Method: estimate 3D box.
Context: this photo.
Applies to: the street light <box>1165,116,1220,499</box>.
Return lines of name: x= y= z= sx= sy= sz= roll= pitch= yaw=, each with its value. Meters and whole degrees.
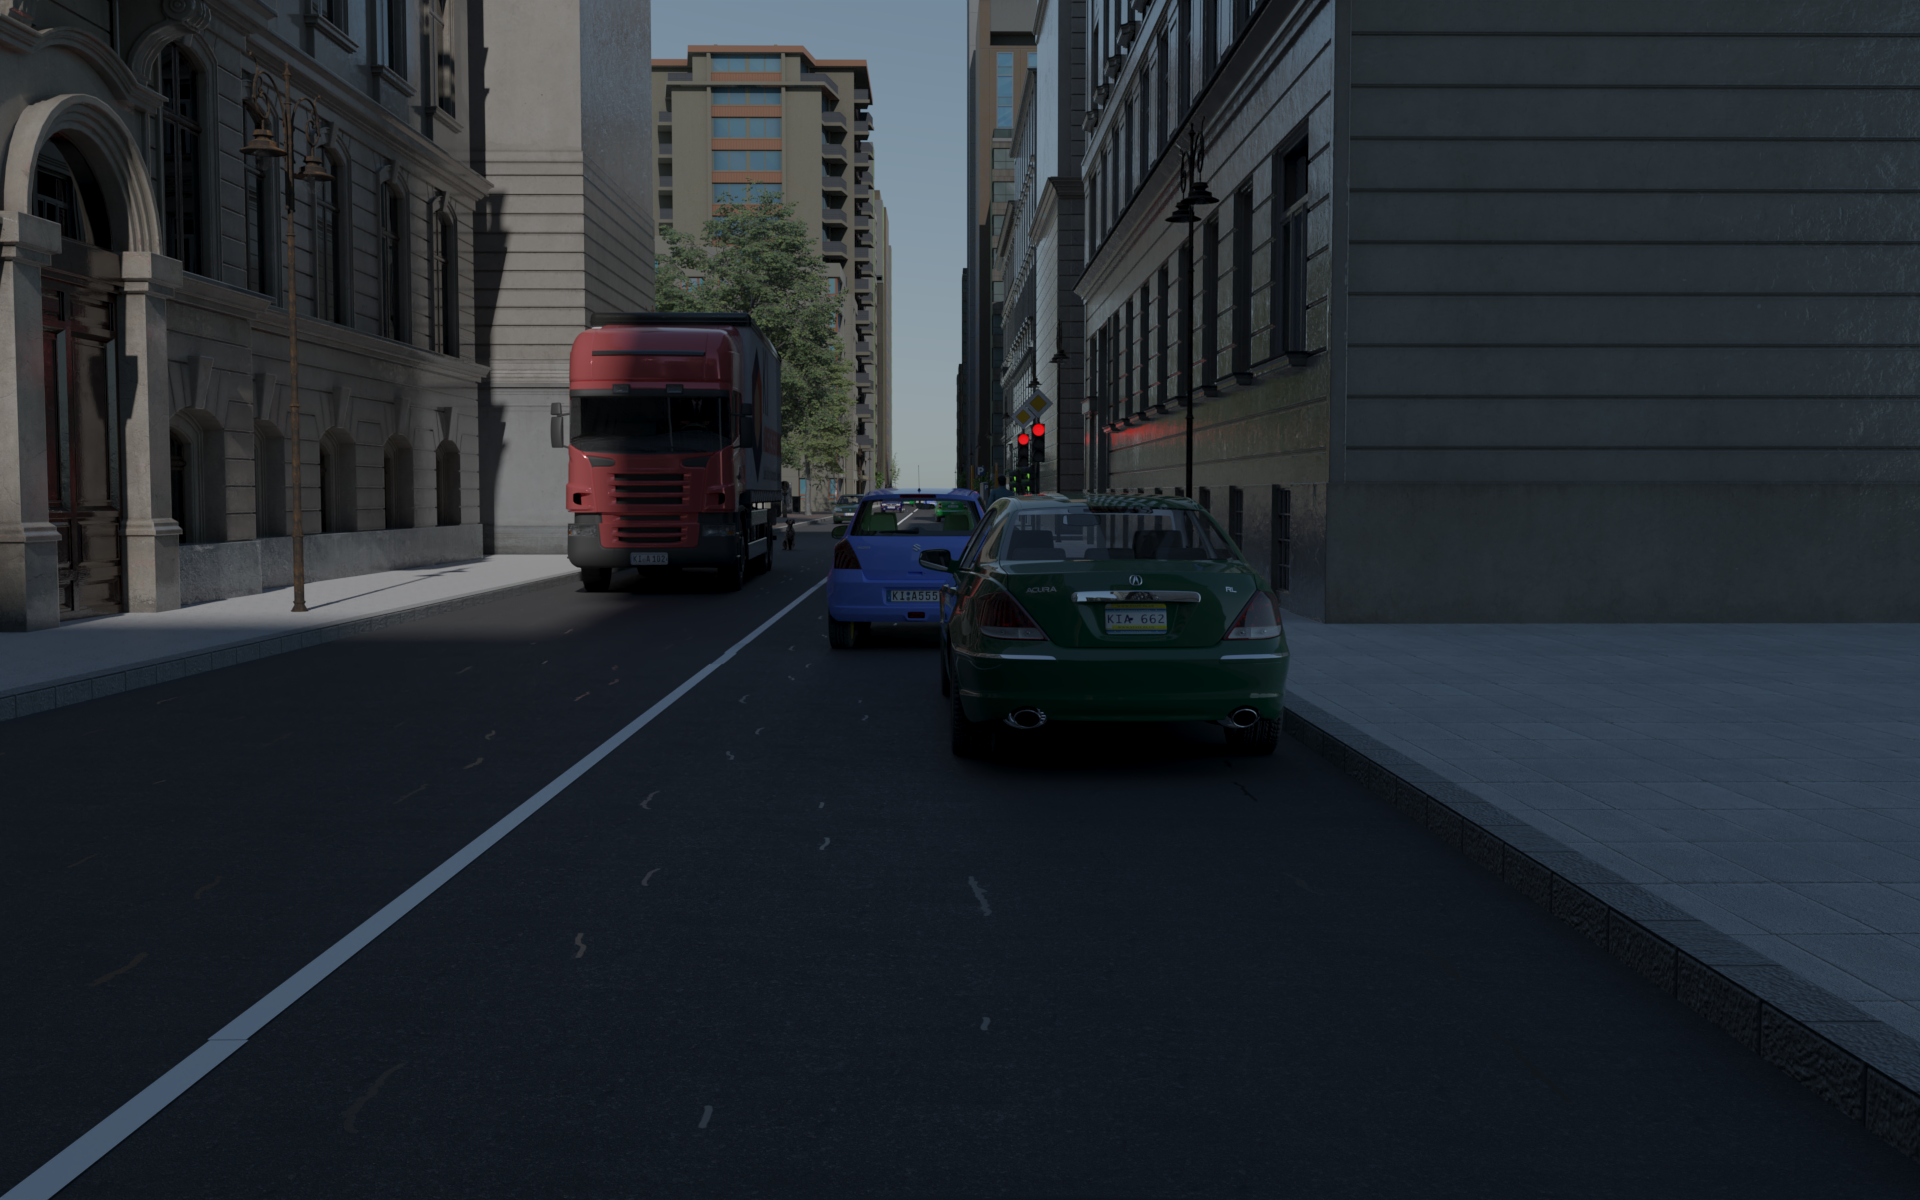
street light: x=2.886 y=-2.993 z=21.719 sx=0.468 sy=5.910 sz=1.993 roll=0 pitch=4 yaw=-1

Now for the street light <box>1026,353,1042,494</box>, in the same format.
street light: x=2.417 y=-5.136 z=56.767 sx=0.468 sy=5.910 sz=1.993 roll=0 pitch=4 yaw=-1

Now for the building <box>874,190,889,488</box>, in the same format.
building: x=-17.826 y=-37.431 z=262.103 sx=14.600 sy=45.320 sz=14.200 roll=0 pitch=4 yaw=-1

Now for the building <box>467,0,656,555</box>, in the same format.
building: x=-16.785 y=-11.705 z=40.529 sx=18.267 sy=20.994 sz=9.793 roll=0 pitch=4 yaw=-1

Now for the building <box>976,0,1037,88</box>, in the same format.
building: x=8.438 y=-30.824 z=154.088 sx=14.600 sy=45.320 sz=14.200 roll=0 pitch=4 yaw=-1

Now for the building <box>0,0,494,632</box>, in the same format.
building: x=-14.455 y=-12.096 z=16.862 sx=14.460 sy=24.649 sz=34.723 roll=0 pitch=4 yaw=-1

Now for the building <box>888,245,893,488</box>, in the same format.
building: x=-18.041 y=-36.277 z=276.717 sx=14.154 sy=41.232 sz=14.086 roll=0 pitch=4 yaw=-1

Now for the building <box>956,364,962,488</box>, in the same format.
building: x=13.472 y=-24.403 z=244.021 sx=27.650 sy=21.520 sz=28.899 roll=0 pitch=4 yaw=-1

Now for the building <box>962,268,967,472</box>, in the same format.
building: x=7.200 y=-27.518 z=221.619 sx=14.160 sy=30.474 sz=14.107 roll=0 pitch=4 yaw=-1

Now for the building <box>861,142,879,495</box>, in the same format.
building: x=-16.859 y=-31.299 z=195.335 sx=14.154 sy=41.232 sz=14.086 roll=0 pitch=4 yaw=-1

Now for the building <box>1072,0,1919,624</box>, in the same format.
building: x=10.675 y=-12.075 z=30.714 sx=16.112 sy=22.955 sz=30.059 roll=0 pitch=4 yaw=-1

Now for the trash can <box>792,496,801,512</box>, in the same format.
trash can: x=-11.559 y=-6.770 z=122.346 sx=0.748 sy=1.137 sz=0.748 roll=0 pitch=3 yaw=0

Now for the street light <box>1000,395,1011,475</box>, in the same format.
street light: x=2.123 y=-6.590 z=80.541 sx=0.468 sy=5.910 sz=1.993 roll=0 pitch=4 yaw=-1

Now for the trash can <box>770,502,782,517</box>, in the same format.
trash can: x=-10.213 y=-5.164 z=96.082 sx=0.748 sy=1.137 sz=0.748 roll=0 pitch=3 yaw=0

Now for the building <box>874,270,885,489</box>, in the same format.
building: x=-16.816 y=-27.401 z=219.701 sx=14.160 sy=30.474 sz=14.107 roll=0 pitch=4 yaw=-1

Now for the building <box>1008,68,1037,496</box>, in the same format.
building: x=7.484 y=-14.106 z=79.786 sx=9.793 sy=20.994 sz=18.267 roll=0 pitch=4 yaw=-1

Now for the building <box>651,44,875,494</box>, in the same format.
building: x=-19.815 y=-31.665 z=172.349 sx=22.147 sy=44.769 sz=28.867 roll=0 pitch=4 yaw=-1

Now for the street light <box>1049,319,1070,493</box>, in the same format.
street light: x=2.617 y=-4.469 z=45.854 sx=0.468 sy=5.910 sz=1.993 roll=0 pitch=4 yaw=-1

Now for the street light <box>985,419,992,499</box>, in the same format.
street light: x=1.735 y=-8.068 z=104.706 sx=0.468 sy=5.910 sz=1.993 roll=0 pitch=4 yaw=-1

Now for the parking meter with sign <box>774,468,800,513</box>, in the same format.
parking meter with sign: x=-11.512 y=-7.261 z=114.977 sx=1.738 sy=3.016 sz=0.543 roll=0 pitch=4 yaw=-4

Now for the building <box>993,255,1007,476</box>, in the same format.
building: x=8.413 y=-17.279 z=118.675 sx=11.583 sy=22.565 sz=21.152 roll=0 pitch=4 yaw=-1

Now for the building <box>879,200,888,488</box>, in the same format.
building: x=-17.473 y=-33.660 z=233.940 sx=14.154 sy=41.232 sz=14.086 roll=0 pitch=4 yaw=-1

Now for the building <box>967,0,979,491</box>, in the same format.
building: x=11.195 y=-38.788 z=176.190 sx=21.231 sy=58.520 sz=28.212 roll=0 pitch=4 yaw=-1

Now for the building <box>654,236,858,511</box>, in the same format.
building: x=-23.001 y=-18.292 z=144.107 sx=27.650 sy=21.520 sz=28.899 roll=0 pitch=4 yaw=-1

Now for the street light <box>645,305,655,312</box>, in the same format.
street light: x=-7.515 y=-4.264 z=42.506 sx=0.468 sy=5.910 sz=1.993 roll=0 pitch=4 yaw=-1

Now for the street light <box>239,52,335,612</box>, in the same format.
street light: x=-7.211 y=-2.810 z=18.733 sx=0.468 sy=5.910 sz=1.993 roll=0 pitch=4 yaw=-1

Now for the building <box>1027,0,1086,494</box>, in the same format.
building: x=15.043 y=-16.062 z=59.877 sx=25.104 sy=27.353 sz=12.463 roll=0 pitch=4 yaw=-1

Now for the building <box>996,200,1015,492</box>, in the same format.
building: x=7.621 y=-14.310 z=98.588 sx=10.561 sy=19.102 sz=19.286 roll=0 pitch=4 yaw=-1

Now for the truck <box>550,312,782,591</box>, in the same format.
truck: x=-4.548 y=-2.454 z=29.041 sx=2.839 sy=4.237 sz=11.283 roll=0 pitch=4 yaw=-2

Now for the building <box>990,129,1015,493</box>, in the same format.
building: x=9.415 y=-22.533 z=140.108 sx=14.160 sy=30.474 sz=14.107 roll=0 pitch=4 yaw=-1

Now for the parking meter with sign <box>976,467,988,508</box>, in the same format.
parking meter with sign: x=1.539 y=-6.919 z=109.394 sx=0.543 sy=3.016 sz=1.738 roll=-1 pitch=4 yaw=-17
